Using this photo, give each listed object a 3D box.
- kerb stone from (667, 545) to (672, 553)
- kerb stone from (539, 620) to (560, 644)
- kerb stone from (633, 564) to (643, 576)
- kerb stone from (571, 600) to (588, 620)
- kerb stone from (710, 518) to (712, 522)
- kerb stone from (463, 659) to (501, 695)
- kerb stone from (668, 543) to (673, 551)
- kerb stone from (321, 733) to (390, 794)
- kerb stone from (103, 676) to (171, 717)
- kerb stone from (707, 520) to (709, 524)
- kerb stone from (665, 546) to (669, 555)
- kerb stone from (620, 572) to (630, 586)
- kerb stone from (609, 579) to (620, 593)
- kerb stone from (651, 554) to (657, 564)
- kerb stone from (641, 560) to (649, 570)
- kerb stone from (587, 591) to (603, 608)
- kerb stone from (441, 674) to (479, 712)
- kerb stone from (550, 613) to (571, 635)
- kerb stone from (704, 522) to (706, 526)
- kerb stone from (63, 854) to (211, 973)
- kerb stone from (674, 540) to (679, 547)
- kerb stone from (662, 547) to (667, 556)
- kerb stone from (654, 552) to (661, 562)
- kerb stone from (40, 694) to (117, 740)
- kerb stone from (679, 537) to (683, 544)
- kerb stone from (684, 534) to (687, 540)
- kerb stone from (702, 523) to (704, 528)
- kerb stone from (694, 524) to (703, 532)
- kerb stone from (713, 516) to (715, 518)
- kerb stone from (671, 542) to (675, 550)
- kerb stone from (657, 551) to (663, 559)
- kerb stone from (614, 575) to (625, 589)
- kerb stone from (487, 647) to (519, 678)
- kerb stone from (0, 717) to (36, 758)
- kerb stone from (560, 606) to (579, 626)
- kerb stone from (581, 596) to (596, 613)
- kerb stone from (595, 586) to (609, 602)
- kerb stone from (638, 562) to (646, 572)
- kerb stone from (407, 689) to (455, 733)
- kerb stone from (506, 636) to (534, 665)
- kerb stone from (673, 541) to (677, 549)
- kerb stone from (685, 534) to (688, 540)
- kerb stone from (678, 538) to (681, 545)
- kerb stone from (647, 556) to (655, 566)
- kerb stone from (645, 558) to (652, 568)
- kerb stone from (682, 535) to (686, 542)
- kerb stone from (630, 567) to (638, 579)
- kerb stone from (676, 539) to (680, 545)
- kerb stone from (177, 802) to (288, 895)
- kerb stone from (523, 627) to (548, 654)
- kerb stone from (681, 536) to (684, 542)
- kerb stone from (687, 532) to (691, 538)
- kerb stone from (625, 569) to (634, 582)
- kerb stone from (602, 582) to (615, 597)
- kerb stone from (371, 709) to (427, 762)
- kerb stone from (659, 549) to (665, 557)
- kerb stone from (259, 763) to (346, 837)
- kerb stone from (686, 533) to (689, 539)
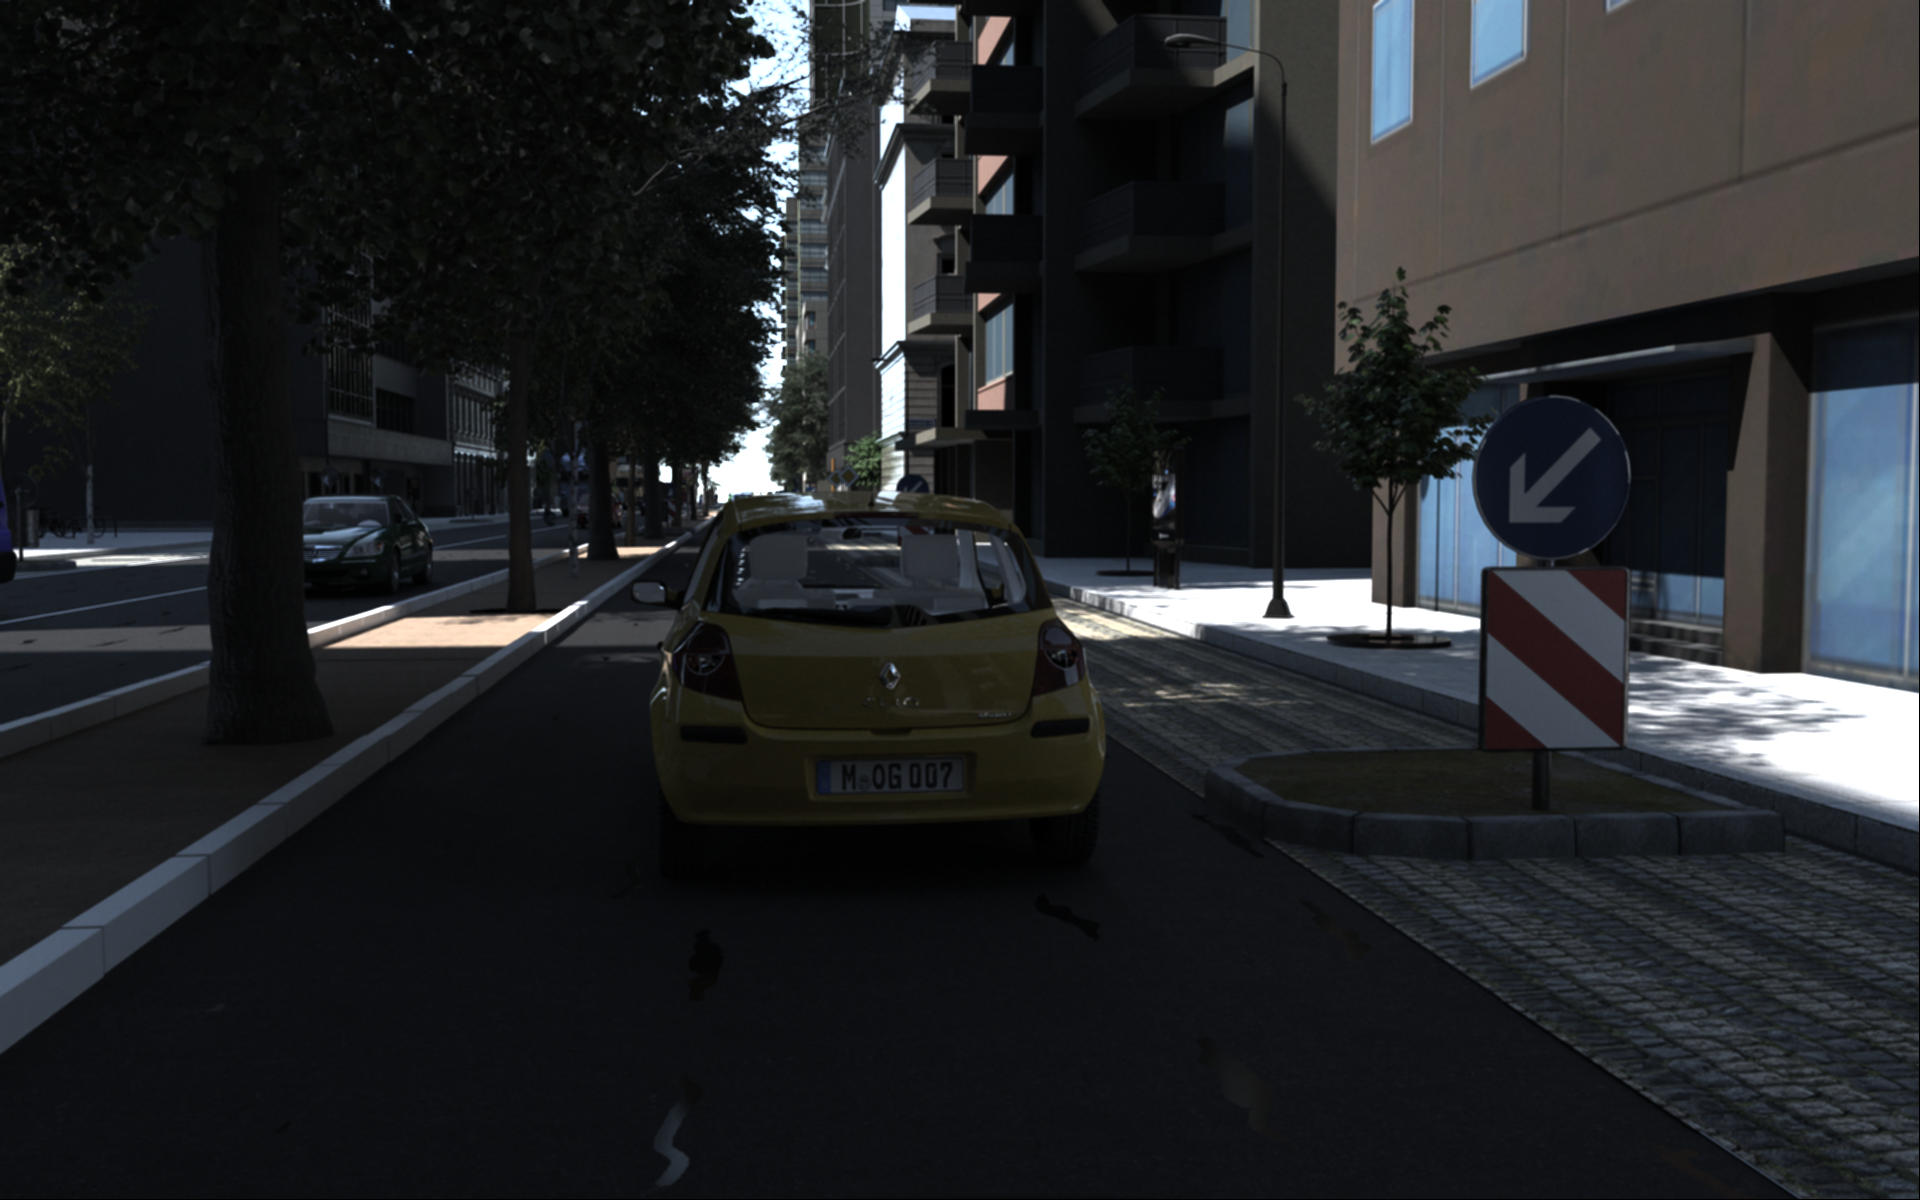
[{"bbox_3d":[-7.022,-1.169,41.313,0.120,0.150,1.000,0,4,-7],"label":"kerb stone"},{"bbox_3d":[-4.035,0.328,16.873,0.120,0.150,1.000,0,4,-7],"label":"kerb stone"},{"bbox_3d":[-5.656,-0.483,30.116,0.120,0.150,1.000,0,4,-7],"label":"kerb stone"},{"bbox_3d":[-4.414,0.139,19.916,0.120,0.150,1.000,0,4,-7],"label":"kerb stone"},{"bbox_3d":[-12.319,-3.813,84.586,0.120,0.150,1.000,0,4,-7],"label":"kerb stone"},{"bbox_3d":[-3.539,0.575,12.787,0.120,0.150,1.000,0,4,-7],"label":"kerb stone"},{"bbox_3d":[-7.152,-1.231,42.327,0.120,0.150,1.000,0,4,-7],"label":"kerb stone"},{"bbox_3d":[-3.049,0.825,8.717,0.120,0.150,1.000,0,4,-7],"label":"kerb stone"},{"bbox_3d":[-5.497,0.653,11.522,0.120,0.150,1.000,0,4,-7],"label":"kerb stone"},{"bbox_3d":[-11.574,-3.441,78.454,0.120,0.150,1.000,0,4,-7],"label":"kerb stone"},{"bbox_3d":[-6.906,-1.107,40.292,0.120,0.150,1.000,0,4,-7],"label":"kerb stone"},{"bbox_3d":[-5.289,-0.297,27.059,0.120,0.150,1.000,0,4,-7],"label":"kerb stone"},{"bbox_3d":[-5.040,-0.172,25.014,0.120,0.150,1.000,0,4,-7],"label":"kerb stone"},{"bbox_3d":[-6.288,-0.795,35.200,0.120,0.150,1.000,0,4,-7],"label":"kerb stone"},{"bbox_3d":[-5.912,-0.608,32.152,0.120,0.150,1.000,0,4,-7],"label":"kerb stone"},{"bbox_3d":[-4.660,0.015,21.951,0.120,0.150,1.000,0,4,-7],"label":"kerb stone"},{"bbox_3d":[-3.421,0.649,11.763,0.120,0.150,1.000,0,4,-7],"label":"kerb stone"},{"bbox_3d":[-4.158,0.266,17.888,0.120,0.150,1.000,0,4,-7],"label":"kerb stone"},{"bbox_3d":[-10.944,-3.126,73.361,0.120,0.150,1.000,0,4,-7],"label":"kerb stone"},{"bbox_3d":[-2.673,1.016,5.655,0.120,0.150,1.000,0,4,-7],"label":"kerb stone"},{"bbox_3d":[-7.520,-1.411,45.372,0.120,0.150,1.000,0,4,-7],"label":"kerb stone"},{"bbox_3d":[-6.779,-1.044,39.264,0.120,0.150,1.000,0,4,-7],"label":"kerb stone"},{"bbox_3d":[-6.402,-0.857,36.215,0.120,0.150,1.000,0,4,-7],"label":"kerb stone"},{"bbox_3d":[-5.375,0.719,10.507,0.120,0.150,1.000,0,4,-7],"label":"kerb stone"},{"bbox_3d":[-7.899,-1.602,48.433,0.120,0.150,1.000,0,4,-7],"label":"kerb stone"},{"bbox_3d":[-8.271,-1.791,51.477,0.120,0.150,1.000,0,4,-7],"label":"kerb stone"},{"bbox_3d":[-10.570,-2.942,70.317,0.120,0.150,1.000,0,4,-7],"label":"kerb stone"},{"bbox_3d":[-10.449,-2.881,69.302,0.120,0.150,1.000,0,4,-7],"label":"kerb stone"},{"bbox_3d":[-13.189,-4.251,91.699,0.120,0.150,1.000,0,4,-7],"label":"kerb stone"},{"bbox_3d":[-7.273,-1.293,43.342,0.120,0.150,1.000,0,4,-7],"label":"kerb stone"},{"bbox_3d":[-6.526,-0.915,37.230,0.120,0.150,1.000,0,4,-7],"label":"kerb stone"},{"bbox_3d":[-5.165,-0.235,26.038,0.120,0.150,1.000,0,4,-7],"label":"kerb stone"},{"bbox_3d":[-3.669,0.513,13.813,0.120,0.150,1.000,0,4,-7],"label":"kerb stone"},{"bbox_3d":[-5.253,0.777,9.489,0.120,0.150,1.000,0,4,-7],"label":"kerb stone"},{"bbox_3d":[-4.293,0.205,18.901,0.120,0.150,1.000,0,4,-7],"label":"kerb stone"},{"bbox_3d":[-4.538,0.083,20.936,0.120,0.150,1.000,0,4,-7],"label":"kerb stone"},{"bbox_3d":[-4.791,-0.047,22.965,0.120,0.150,1.000,0,4,-7],"label":"kerb stone"},{"bbox_3d":[-5.784,-0.546,31.130,0.120,0.150,1.000,0,4,-7],"label":"kerb stone"},{"bbox_3d":[-3.296,0.701,10.747,0.120,0.150,1.000,0,4,-7],"label":"kerb stone"},{"bbox_3d":[-3.794,0.450,14.833,0.120,0.150,1.000,0,4,-7],"label":"kerb stone"},{"bbox_3d":[-7.400,-1.354,44.357,0.120,0.150,1.000,0,4,-7],"label":"kerb stone"},{"bbox_3d":[-8.393,-1.846,52.504,0.120,0.150,1.000,0,4,-7],"label":"kerb stone"},{"bbox_3d":[-7.780,-1.542,47.407,0.120,0.150,1.000,0,4,-7],"label":"kerb stone"},{"bbox_3d":[-6.154,-0.727,34.186,0.120,0.150,1.000,0,4,-7],"label":"kerb stone"},{"bbox_3d":[-6.038,-0.671,33.170,0.120,0.150,1.000,0,4,-7],"label":"kerb stone"},{"bbox_3d":[-8.145,-1.729,50.463,0.120,0.150,1.000,0,4,-7],"label":"kerb stone"},{"bbox_3d":[-5.543,-0.421,29.100,0.120,0.150,1.000,0,4,-7],"label":"kerb stone"},{"bbox_3d":[-7.647,-1.480,46.387,0.120,0.150,1.000,0,4,-7],"label":"kerb stone"},{"bbox_3d":[-2.797,0.952,6.678,0.120,0.150,1.000,0,4,-7],"label":"kerb stone"},{"bbox_3d":[-3.917,0.388,15.848,0.120,0.150,1.000,0,4,-7],"label":"kerb stone"},{"bbox_3d":[-8.018,-1.666,49.448,0.120,0.150,1.000,0,4,-7],"label":"kerb stone"},{"bbox_3d":[-8.642,-1.978,54.538,0.120,0.150,1.000,0,4,-7],"label":"kerb stone"},{"bbox_3d":[-5.419,-0.360,28.081,0.120,0.150,1.000,0,4,-7],"label":"kerb stone"},{"bbox_3d":[-4.921,-0.110,23.996,0.120,0.150,1.000,0,4,-7],"label":"kerb stone"},{"bbox_3d":[-3.164,0.767,9.733,0.120,0.150,1.000,0,4,-7],"label":"kerb stone"},{"bbox_3d":[-6.654,-0.979,38.245,0.120,0.150,1.000,0,4,-7],"label":"kerb stone"},{"bbox_3d":[-2.921,0.887,7.701,0.120,0.150,1.000,0,4,-7],"label":"kerb stone"},{"bbox_3d":[-8.521,-1.916,53.518,0.120,0.150,1.000,0,4,-7],"label":"kerb stone"}]
